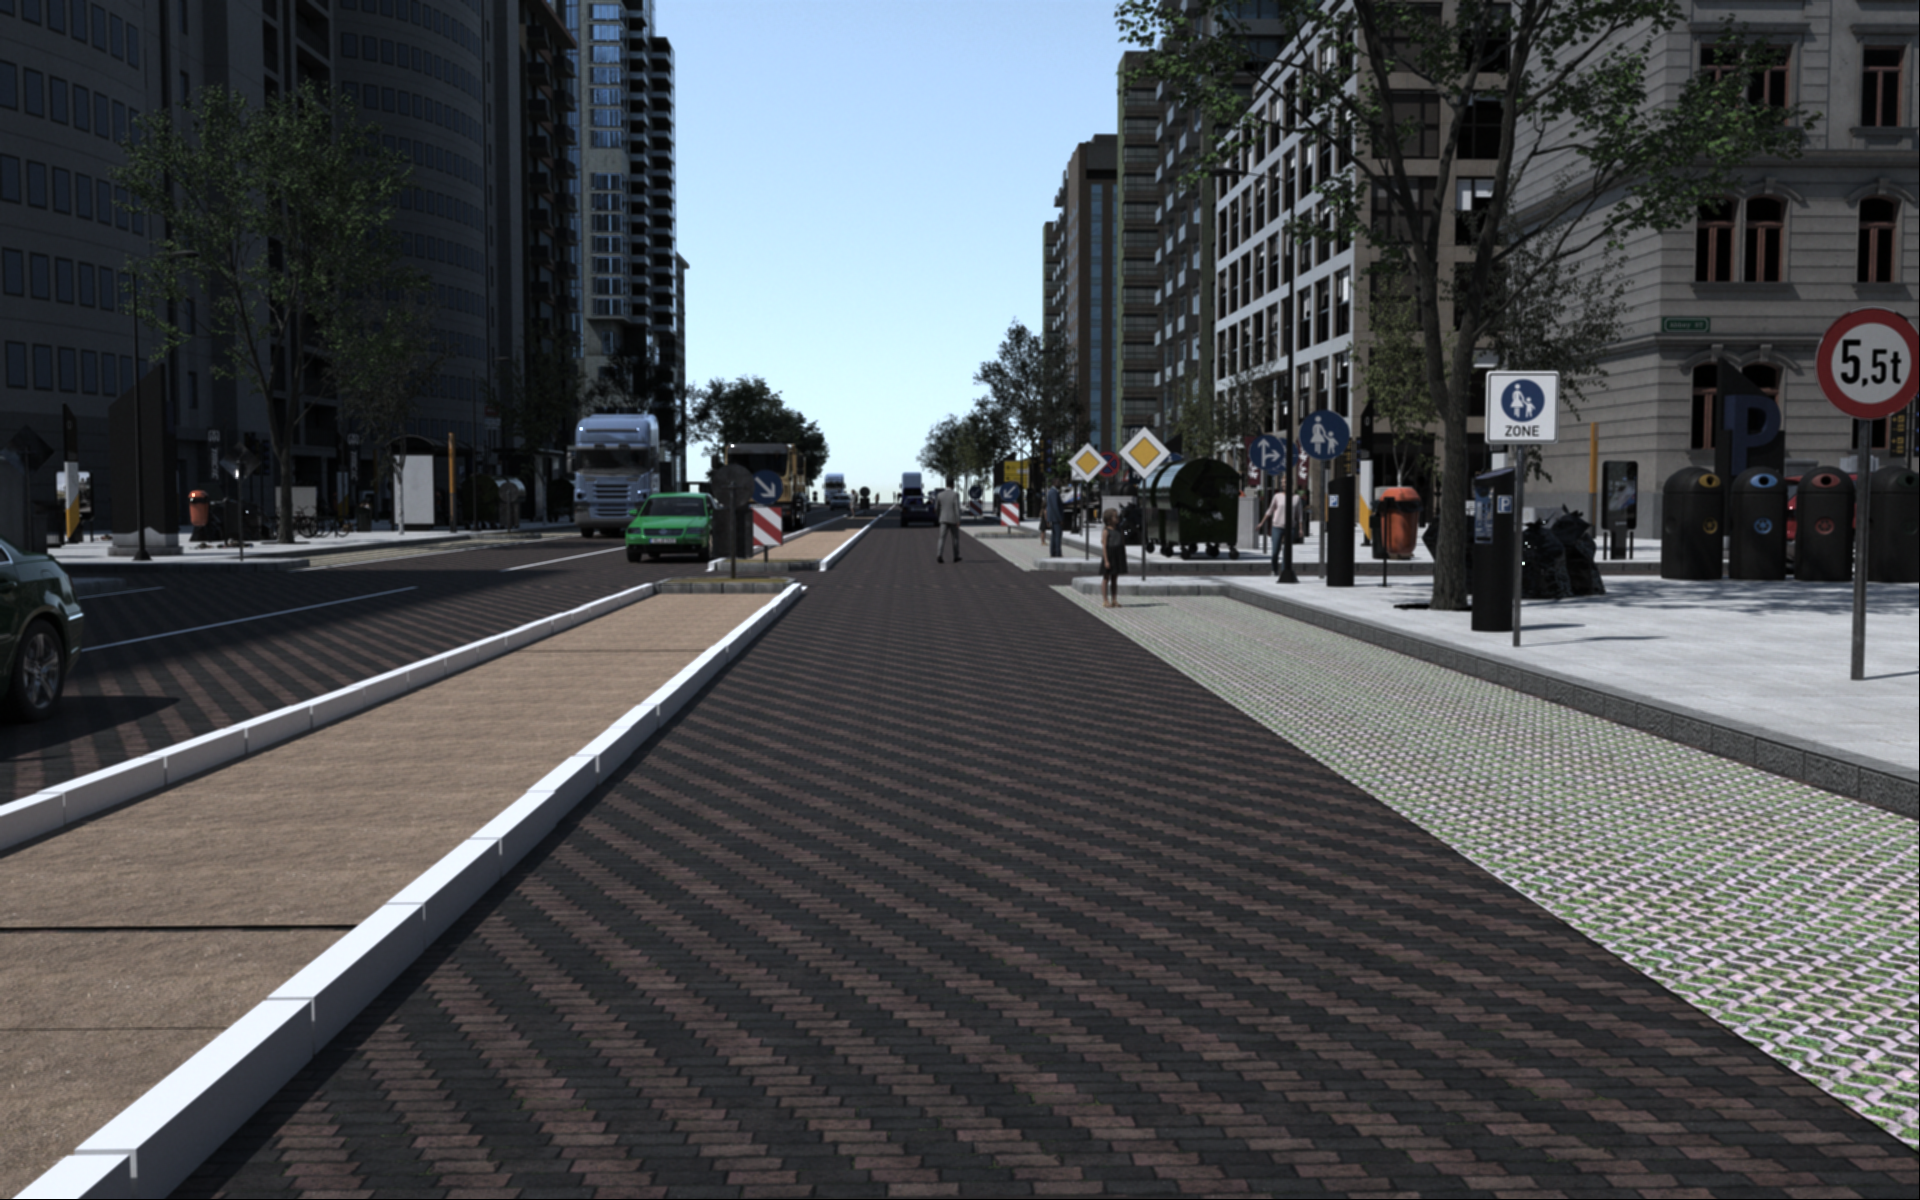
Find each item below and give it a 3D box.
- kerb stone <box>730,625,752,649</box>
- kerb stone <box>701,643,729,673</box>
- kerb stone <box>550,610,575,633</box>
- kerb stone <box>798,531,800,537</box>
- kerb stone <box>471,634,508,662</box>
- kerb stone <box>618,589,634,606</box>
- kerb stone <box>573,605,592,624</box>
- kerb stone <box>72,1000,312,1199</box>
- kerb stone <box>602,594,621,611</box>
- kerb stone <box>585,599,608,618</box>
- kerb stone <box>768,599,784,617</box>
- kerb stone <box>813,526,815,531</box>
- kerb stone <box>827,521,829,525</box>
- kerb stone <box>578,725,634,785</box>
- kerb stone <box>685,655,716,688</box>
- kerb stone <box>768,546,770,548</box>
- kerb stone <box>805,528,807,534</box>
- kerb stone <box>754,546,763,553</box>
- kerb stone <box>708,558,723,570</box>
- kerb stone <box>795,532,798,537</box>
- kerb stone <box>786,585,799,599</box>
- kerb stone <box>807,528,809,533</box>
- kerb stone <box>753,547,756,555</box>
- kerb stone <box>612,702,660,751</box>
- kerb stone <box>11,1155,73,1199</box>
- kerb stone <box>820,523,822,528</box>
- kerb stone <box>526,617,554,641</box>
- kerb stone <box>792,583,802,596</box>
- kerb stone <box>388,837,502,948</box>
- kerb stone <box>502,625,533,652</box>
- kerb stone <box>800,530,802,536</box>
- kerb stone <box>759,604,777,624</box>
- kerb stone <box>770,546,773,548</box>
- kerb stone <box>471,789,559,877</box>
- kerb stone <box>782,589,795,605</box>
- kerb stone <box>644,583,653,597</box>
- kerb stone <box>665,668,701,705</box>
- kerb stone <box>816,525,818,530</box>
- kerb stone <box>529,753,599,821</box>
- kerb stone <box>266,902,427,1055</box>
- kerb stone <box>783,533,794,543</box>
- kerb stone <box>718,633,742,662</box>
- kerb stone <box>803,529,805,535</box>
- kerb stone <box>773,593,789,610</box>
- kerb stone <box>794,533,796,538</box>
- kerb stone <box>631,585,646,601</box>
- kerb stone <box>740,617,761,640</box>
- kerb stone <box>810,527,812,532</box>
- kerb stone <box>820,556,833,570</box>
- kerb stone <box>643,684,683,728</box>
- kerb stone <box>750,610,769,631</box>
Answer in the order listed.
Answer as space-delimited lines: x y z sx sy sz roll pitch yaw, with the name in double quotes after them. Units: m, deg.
-2.076 0.366 16.207 0.120 0.150 1.000 0 4 -2 "kerb stone"
-2.020 0.492 14.148 0.120 0.150 1.000 0 4 -2 "kerb stone"
-4.235 0.244 18.203 0.120 0.150 1.000 0 4 -2 "kerb stone"
-5.415 -2.108 56.666 0.120 0.150 1.000 0 4 -2 "kerb stone"
-4.145 0.433 15.124 0.120 0.150 1.000 0 4 -2 "kerb stone"
-4.364 -0.002 22.300 0.120 0.150 1.000 0 4 -2 "kerb stone"
-4.266 0.191 19.232 0.120 0.150 1.000 0 4 -2 "kerb stone"
-1.689 1.119 3.893 0.120 0.150 1.000 0 4 -2 "kerb stone"
-4.335 0.057 21.277 0.120 0.150 1.000 0 4 -2 "kerb stone"
-4.296 0.119 20.256 0.120 0.150 1.000 0 4 -2 "kerb stone"
-2.192 0.121 20.307 0.120 0.150 1.000 0 4 -2 "kerb stone"
-5.710 -2.670 65.876 0.120 0.150 1.000 0 4 -2 "kerb stone"
-6.044 -3.362 77.157 0.120 0.150 1.000 0 4 -2 "kerb stone"
-1.851 0.806 9.021 0.120 0.150 1.000 0 4 -2 "kerb stone"
-1.983 0.555 13.119 0.120 0.150 1.000 0 4 -2 "kerb stone"
-5.037 -1.356 44.368 0.120 0.150 1.000 0 4 -2 "kerb stone"
-5.548 -2.359 60.769 0.120 0.150 1.000 0 4 -2 "kerb stone"
-4.980 -1.231 42.322 0.120 0.150 1.000 0 4 -2 "kerb stone"
-4.691 -0.666 33.091 0.120 0.150 1.000 0 4 -2 "kerb stone"
-5.388 -2.046 55.644 0.120 0.150 1.000 0 4 -2 "kerb stone"
-2.296 -0.070 23.372 0.120 0.150 1.000 0 4 -2 "kerb stone"
-5.577 -2.415 61.791 0.120 0.150 1.000 0 4 -2 "kerb stone"
-4.914 -1.105 40.262 0.120 0.150 1.000 0 4 -2 "kerb stone"
-1.890 0.744 10.048 0.120 0.150 1.000 0 4 -2 "kerb stone"
-1.659 1.184 2.872 0.120 0.150 1.000 0 4 -2 "kerb stone"
-5.862 -2.985 71.001 0.120 0.150 1.000 0 4 -2 "kerb stone"
-4.212 0.307 17.181 0.120 0.150 1.000 0 4 -2 "kerb stone"
-2.324 -0.134 24.404 0.120 0.150 1.000 0 4 -2 "kerb stone"
-1.757 0.994 5.940 0.120 0.150 1.000 0 4 -2 "kerb stone"
-4.176 0.374 16.159 0.120 0.150 1.000 0 4 -2 "kerb stone"
-5.441 -2.169 57.691 0.120 0.150 1.000 0 4 -2 "kerb stone"
-2.169 0.178 19.279 0.120 0.150 1.000 0 4 -2 "kerb stone"
-5.080 -1.418 45.399 0.120 0.150 1.000 0 4 -2 "kerb stone"
-1.786 0.932 6.965 0.120 0.150 1.000 0 4 -2 "kerb stone"
-2.258 -0.003 22.351 0.120 0.150 1.000 0 4 -2 "kerb stone"
-4.421 -0.131 24.344 0.120 0.150 1.000 0 4 -2 "kerb stone"
-1.946 0.618 12.098 0.120 0.150 1.000 0 4 -2 "kerb stone"
-5.765 -2.796 67.922 0.120 0.150 1.000 0 4 -2 "kerb stone"
-1.829 0.869 7.986 0.120 0.150 1.000 0 4 -2 "kerb stone"
-1.722 1.057 4.918 0.120 0.150 1.000 0 4 -2 "kerb stone"
-5.323 -1.921 53.596 0.120 0.150 1.000 0 4 -2 "kerb stone"
-2.040 0.430 15.170 0.120 0.150 1.000 0 4 -2 "kerb stone"
-5.517 -2.296 59.742 0.120 0.150 1.000 0 4 -2 "kerb stone"
-2.232 0.053 21.328 0.120 0.150 1.000 0 4 -2 "kerb stone"
-5.354 -1.979 54.623 0.120 0.150 1.000 0 4 -2 "kerb stone"
-4.396 -0.069 23.322 0.120 0.150 1.000 0 4 -2 "kerb stone"
-2.108 0.305 17.234 0.120 0.150 1.000 0 4 -2 "kerb stone"
-5.646 -2.547 63.833 0.120 0.150 1.000 0 4 -2 "kerb stone"
-2.627 -0.730 34.136 0.120 0.150 1.000 0 4 -2 "kerb stone"
-1.911 0.680 11.076 0.120 0.150 1.000 0 4 -2 "kerb stone"
-2.138 0.241 18.256 0.120 0.150 1.000 0 4 -2 "kerb stone"
